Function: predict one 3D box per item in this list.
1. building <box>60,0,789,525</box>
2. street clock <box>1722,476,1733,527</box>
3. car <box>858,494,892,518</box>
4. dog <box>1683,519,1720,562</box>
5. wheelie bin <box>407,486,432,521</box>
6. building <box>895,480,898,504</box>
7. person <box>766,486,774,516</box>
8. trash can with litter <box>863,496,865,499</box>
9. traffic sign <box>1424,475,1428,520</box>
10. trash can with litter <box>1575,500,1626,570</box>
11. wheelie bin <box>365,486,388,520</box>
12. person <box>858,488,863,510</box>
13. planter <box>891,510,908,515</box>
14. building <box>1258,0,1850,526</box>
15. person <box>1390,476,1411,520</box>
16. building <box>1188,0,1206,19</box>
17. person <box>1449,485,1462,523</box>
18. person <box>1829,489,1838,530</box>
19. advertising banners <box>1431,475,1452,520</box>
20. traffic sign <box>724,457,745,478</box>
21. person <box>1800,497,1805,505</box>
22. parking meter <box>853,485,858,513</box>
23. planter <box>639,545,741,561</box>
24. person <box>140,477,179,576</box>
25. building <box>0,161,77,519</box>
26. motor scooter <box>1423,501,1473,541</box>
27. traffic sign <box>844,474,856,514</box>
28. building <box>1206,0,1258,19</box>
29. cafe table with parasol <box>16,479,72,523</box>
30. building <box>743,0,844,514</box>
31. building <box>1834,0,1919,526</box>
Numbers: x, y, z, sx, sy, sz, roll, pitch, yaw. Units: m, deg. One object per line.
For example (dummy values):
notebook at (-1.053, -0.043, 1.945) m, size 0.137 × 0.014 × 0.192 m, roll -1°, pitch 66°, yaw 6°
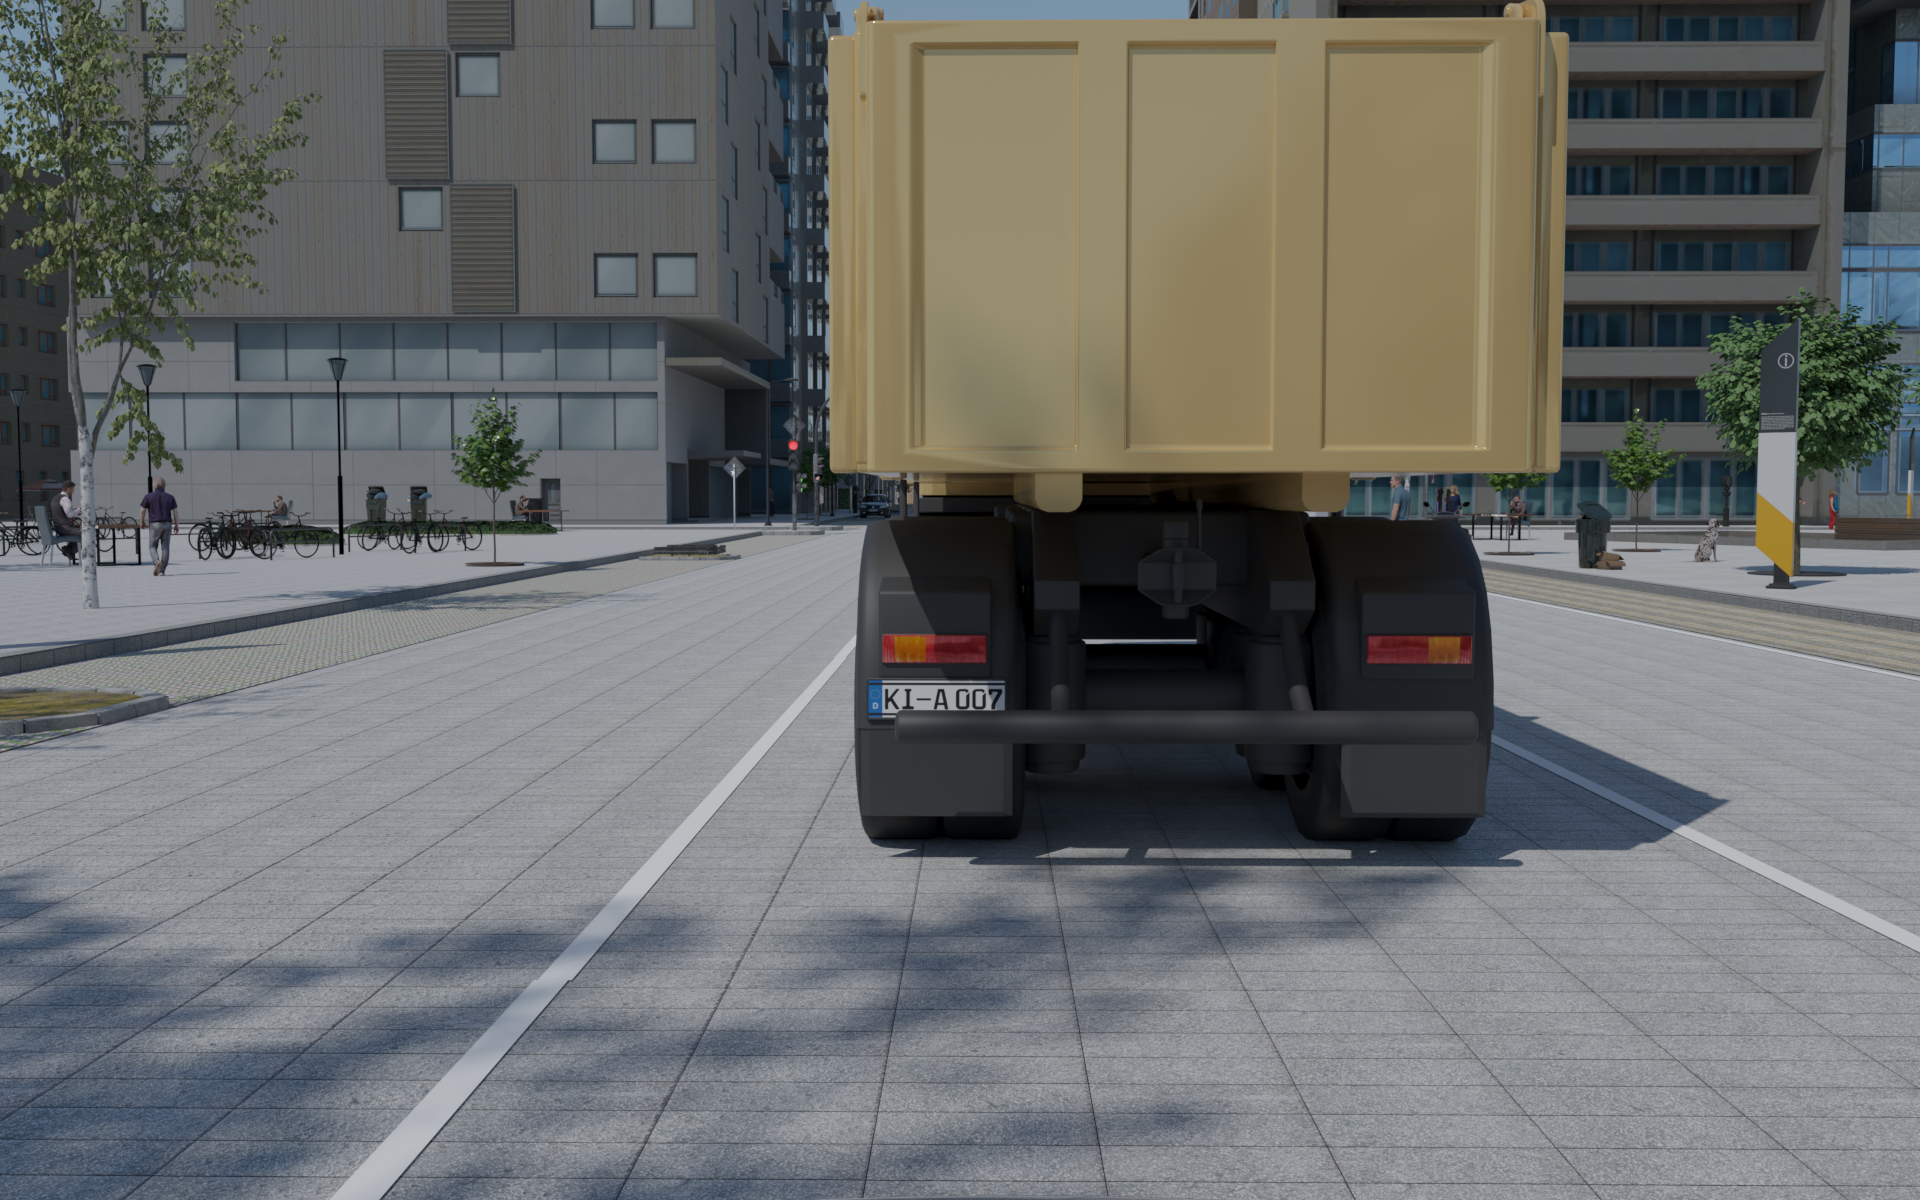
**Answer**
building at (-23.134, -30.203, 83.053) m, size 28.713 × 52.752 × 27.495 m, roll 0°, pitch 4°, yaw 1°
street clock at (30.005, -3.867, 67.788) m, size 0.471 × 2.002 × 0.358 m, roll -3°, pitch 5°, yaw -41°
car at (-5.041, -5.710, 103.146) m, size 2.009 × 1.686 × 4.222 m, roll 0°, pitch 4°, yaw 1°
dog at (14.001, -1.123, 32.744) m, size 0.800 × 0.831 × 0.513 m, roll 1°, pitch 4°, yaw 9°
wheelie bin at (-21.425, -3.717, 68.686) m, size 0.980 × 1.594 × 0.693 m, roll -1°, pitch 4°, yaw -11°
building at (-21.829, -16.627, 213.997) m, size 28.070 × 9.664 × 9.099 m, roll 0°, pitch 4°, yaw 1°
person at (-10.960, -5.665, 99.199) m, size 0.750 × 1.759 × 0.617 m, roll 2°, pitch 4°, yaw 32°
trash can with litter at (-6.743, -6.965, 125.262) m, size 0.624 × 1.170 × 1.055 m, roll 0°, pitch 4°, yaw 0°
traffic sign at (11.076, -2.510, 41.141) m, size 0.768 × 2.556 × 0.104 m, roll 1°, pitch 4°, yaw 11°
trash can with litter at (11.026, -1.118, 29.662) m, size 0.624 × 1.170 × 1.055 m, roll -1°, pitch 4°, yaw -15°
wheelie bin at (-23.135, -3.719, 68.712) m, size 0.980 × 1.594 × 0.693 m, roll 1°, pitch 4°, yaw 8°
person at (-8.256, -8.138, 139.249) m, size 0.875 × 1.805 × 0.789 m, roll 1°, pitch 4°, yaw 22°
planter at (-4.612, -6.081, 120.561) m, size 1.991 × 0.319 × 1.994 m, roll 0°, pitch 4°, yaw 1°
building at (24.755, -27.837, 78.843) m, size 21.600 × 48.544 × 21.300 m, roll 0°, pitch 4°, yaw 1°
person at (8.039, -1.418, 31.804) m, size 0.598 × 1.807 × 0.434 m, roll -3°, pitch 5°, yaw -42°
building at (24.599, -41.501, 116.794) m, size 20.563 × 71.187 × 20.611 m, roll 0°, pitch 4°, yaw 1°
person at (12.644, -2.195, 44.466) m, size 0.480 × 1.512 × 0.613 m, roll 0°, pitch 4°, yaw 5°
person at (32.212, -3.281, 63.847) m, size 0.593 × 1.614 × 0.444 m, roll -3°, pitch 4°, yaw -37°
advertising banners at (11.580, -2.791, 41.825) m, size 0.090 × 3.025 × 2.074 m, roll 0°, pitch 4°, yaw 2°
traffic sign at (-7.915, -3.728, 60.683) m, size 0.795 × 2.593 × 0.064 m, roll 1°, pitch 4°, yaw 9°
person at (31.190, -3.401, 64.555) m, size 0.683 × 1.767 × 0.568 m, roll -3°, pitch 5°, yaw -44°
parking meter at (-6.948, -6.671, 114.785) m, size 0.255 × 1.863 × 0.399 m, roll 1°, pitch 4°, yaw 11°
planter at (-5.874, -1.033, 38.025) m, size 1.991 × 0.319 × 1.994 m, roll 0°, pitch 4°, yaw 1°
person at (-12.605, -1.155, 27.139) m, size 0.569 × 1.553 × 0.471 m, roll 0°, pitch 4°, yaw 3°
building at (-63.359, -14.695, 85.309) m, size 28.899 × 21.520 × 27.650 m, roll 0°, pitch 4°, yaw 1°
motor scooter at (8.304, -1.018, 29.425) m, size 0.815 × 1.314 × 1.986 m, roll 0°, pitch 4°, yaw -1°
traffic sign at (-7.109, -6.823, 111.667) m, size 0.768 × 2.556 × 0.104 m, roll 0°, pitch 4°, yaw 8°
building at (21.836, -27.478, 99.372) m, size 14.600 × 45.320 × 14.200 m, roll 0°, pitch 4°, yaw 1°
cafe table with parasol at (-41.074, -4.475, 78.036) m, size 2.610 × 1.966 × 2.610 m, roll 0°, pitch 4°, yaw -2°
building at (-19.802, -30.651, 120.747) m, size 23.786 × 49.044 × 30.456 m, roll 0°, pitch 4°, yaw 1°
building at (51.072, -46.844, 78.575) m, size 31.000 × 86.520 × 22.319 m, roll 0°, pitch 4°, yaw 1°
